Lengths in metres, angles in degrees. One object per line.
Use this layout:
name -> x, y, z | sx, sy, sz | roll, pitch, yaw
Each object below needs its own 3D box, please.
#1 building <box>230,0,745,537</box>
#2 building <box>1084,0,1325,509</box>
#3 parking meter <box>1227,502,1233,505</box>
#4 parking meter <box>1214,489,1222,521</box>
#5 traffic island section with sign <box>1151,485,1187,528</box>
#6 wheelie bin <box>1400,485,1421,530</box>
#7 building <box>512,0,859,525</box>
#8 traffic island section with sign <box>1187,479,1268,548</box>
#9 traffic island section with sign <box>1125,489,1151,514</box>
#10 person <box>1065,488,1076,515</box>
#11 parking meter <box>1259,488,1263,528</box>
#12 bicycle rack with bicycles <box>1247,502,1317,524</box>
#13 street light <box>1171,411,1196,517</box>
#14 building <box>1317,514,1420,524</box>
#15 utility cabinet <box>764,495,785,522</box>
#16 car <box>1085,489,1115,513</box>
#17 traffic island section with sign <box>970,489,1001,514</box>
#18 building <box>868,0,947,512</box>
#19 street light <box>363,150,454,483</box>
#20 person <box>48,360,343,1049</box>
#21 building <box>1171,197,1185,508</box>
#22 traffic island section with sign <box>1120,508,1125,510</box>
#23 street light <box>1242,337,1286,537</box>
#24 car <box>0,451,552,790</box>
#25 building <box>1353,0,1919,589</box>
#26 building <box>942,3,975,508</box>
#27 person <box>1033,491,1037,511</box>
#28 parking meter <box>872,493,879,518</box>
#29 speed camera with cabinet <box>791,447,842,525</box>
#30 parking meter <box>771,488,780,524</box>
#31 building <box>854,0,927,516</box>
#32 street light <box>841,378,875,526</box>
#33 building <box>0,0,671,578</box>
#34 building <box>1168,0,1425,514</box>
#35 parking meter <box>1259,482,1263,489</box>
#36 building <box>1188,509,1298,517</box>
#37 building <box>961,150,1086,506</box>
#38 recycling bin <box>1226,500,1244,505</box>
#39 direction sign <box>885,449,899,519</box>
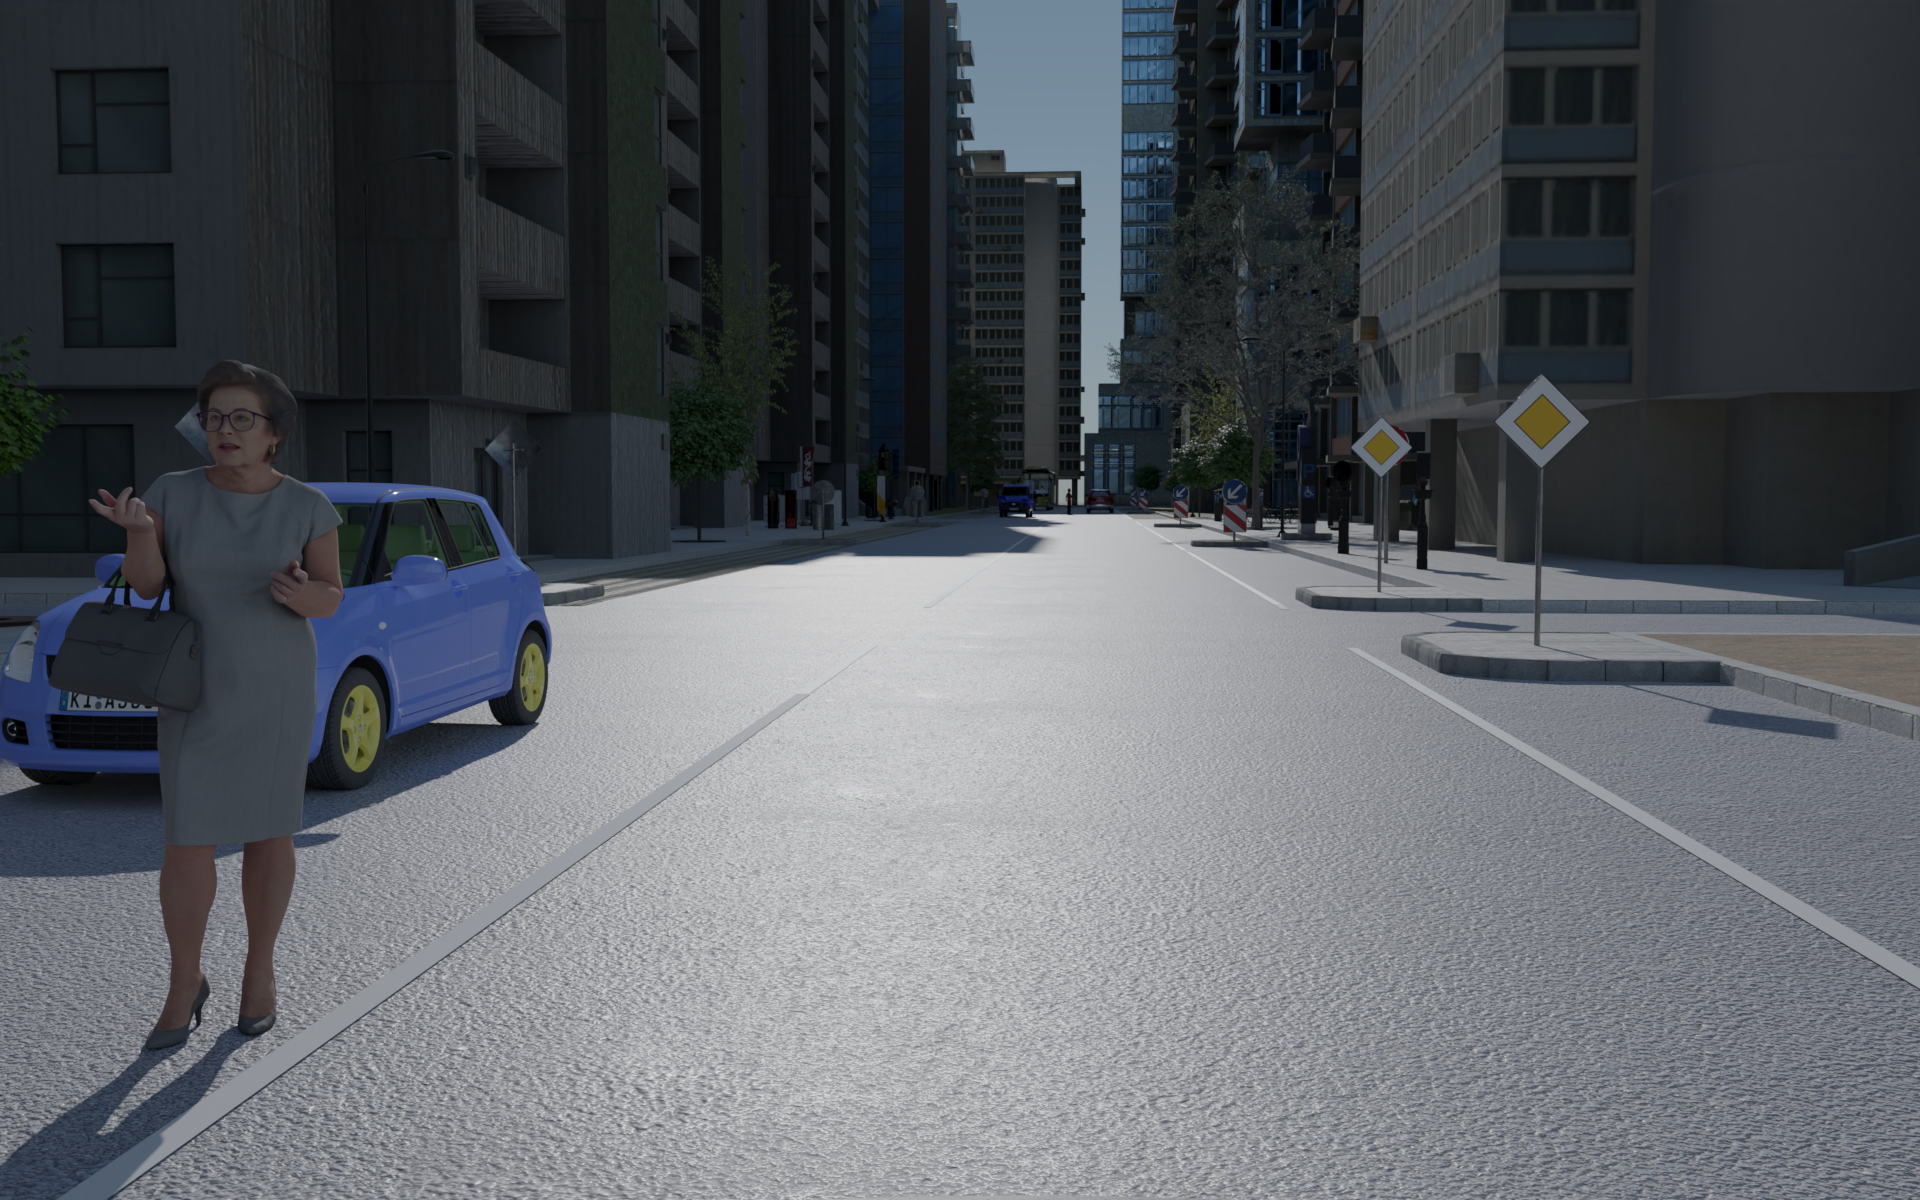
building -> -16.033, -17.805, 62.812 | 14.160, 30.474, 14.107 | 0, 4, 4
building -> 29.356, -53.664, 190.076 | 31.000, 86.520, 22.319 | 0, 4, 4
parking meter -> 10.220, -3.473, 65.200 | 0.372, 1.533, 0.369 | 0, 3, 0
parking meter -> 12.098, -4.448, 81.129 | 0.372, 1.533, 0.369 | 0, 3, 0
traffic island section with sign -> 9.365, -4.037, 74.637 | 1.989, 1.847, 2.006 | 0, 4, 4
wheelie bin -> 15.855, -3.265, 61.291 | 0.693, 1.594, 0.980 | -3, 5, -39
building -> -13.028, -19.291, 87.116 | 14.160, 30.474, 14.107 | 0, 4, 4
traffic island section with sign -> 7.344, -2.371, 47.390 | 1.989, 1.847, 2.006 | 0, 4, 4
traffic island section with sign -> 13.099, -7.127, 125.154 | 1.989, 1.847, 2.006 | 0, 4, 4
person -> 7.502, -6.732, 118.502 | 0.705, 1.831, 1.348 | -2, 4, -24
parking meter -> 11.173, -3.457, 64.926 | 0.372, 1.533, 0.369 | 0, 3, 0
bicycle rack with bicycles -> 14.345, -3.806, 75.611 | 2.852, 0.926, 2.925 | -3, 4, -38
street light -> 12.521, -7.616, 97.066 | 1.470, 5.913, 1.316 | 0, 4, 4
building -> 27.717, -26.094, 81.263 | 22.147, 44.769, 28.867 | 0, 4, 4
utility cabinet -> -8.444, -4.158, 79.146 | 1.020, 1.237, 0.306 | -1, 4, -14
car -> 10.472, -7.391, 129.515 | 2.281, 1.827, 5.304 | 0, 4, 4
traffic island section with sign -> 1.798, -7.116, 124.969 | 1.989, 1.847, 2.006 | 0, 4, 4
building -> -8.468, -29.320, 129.485 | 14.600, 45.320, 14.200 | 0, 4, 4
street light -> -7.527, -3.122, 23.591 | 1.470, 5.913, 1.316 | 0, 4, 4
person -> -1.983, 0.266, 4.513 | 0.716, 1.782, 0.532 | -1, 4, -17
building -> 27.091, -24.024, 164.497 | 14.160, 30.474, 14.107 | 0, 4, 4
traffic island section with sign -> 15.138, -8.798, 152.467 | 1.989, 1.847, 2.006 | 0, 4, 4
street light -> 9.033, -4.818, 51.322 | 1.470, 5.913, 1.316 | 0, 4, 4
car -> -3.608, 0.001, 9.569 | 1.945, 1.707, 3.694 | 0, 4, 6
building -> 21.814, -21.060, 36.211 | 23.993, 40.220, 32.217 | 0, 4, 4
building -> -14.146, -33.165, 161.849 | 30.456, 49.044, 23.786 | 0, 4, 4
person -> 6.425, -8.403, 146.709 | 0.721, 1.723, 1.217 | 0, 4, 7
parking meter -> -4.613, -5.425, 94.415 | 0.255, 1.863, 0.399 | 1, 4, 16
speed camera with cabinet -> -6.028, -4.791, 72.669 | 2.038, 3.252, 0.660 | -1, 4, -21
parking meter -> -7.937, -4.033, 74.344 | 0.372, 1.533, 0.369 | 0, 3, 0
building -> -18.815, -25.652, 111.293 | 32.217, 40.220, 23.993 | 0, 4, 4
street light -> -4.076, -5.920, 69.338 | 1.470, 5.913, 1.316 | 0, 4, 4
building -> -14.002, -15.899, 31.654 | 14.160, 30.474, 14.107 | 0, 4, 4
building -> 28.639, -29.836, 142.440 | 22.147, 44.769, 28.867 | 0, 4, 4
parking meter -> 14.138, -4.642, 81.605 | 0.255, 1.863, 0.399 | 0, 4, 2
building -> 26.497, -48.800, 110.549 | 22.319, 86.520, 31.000 | 0, 4, 4
building -> 2.296, -30.979, 198.385 | 23.993, 40.220, 32.217 | 0, 4, 4
recycling bin -> 12.725, -4.136, 80.182 | 0.722, 1.027, 0.722 | 0, 4, -3
direction sign -> -3.494, -5.855, 87.731 | 0.876, 3.537, 0.379 | 1, 4, 23
